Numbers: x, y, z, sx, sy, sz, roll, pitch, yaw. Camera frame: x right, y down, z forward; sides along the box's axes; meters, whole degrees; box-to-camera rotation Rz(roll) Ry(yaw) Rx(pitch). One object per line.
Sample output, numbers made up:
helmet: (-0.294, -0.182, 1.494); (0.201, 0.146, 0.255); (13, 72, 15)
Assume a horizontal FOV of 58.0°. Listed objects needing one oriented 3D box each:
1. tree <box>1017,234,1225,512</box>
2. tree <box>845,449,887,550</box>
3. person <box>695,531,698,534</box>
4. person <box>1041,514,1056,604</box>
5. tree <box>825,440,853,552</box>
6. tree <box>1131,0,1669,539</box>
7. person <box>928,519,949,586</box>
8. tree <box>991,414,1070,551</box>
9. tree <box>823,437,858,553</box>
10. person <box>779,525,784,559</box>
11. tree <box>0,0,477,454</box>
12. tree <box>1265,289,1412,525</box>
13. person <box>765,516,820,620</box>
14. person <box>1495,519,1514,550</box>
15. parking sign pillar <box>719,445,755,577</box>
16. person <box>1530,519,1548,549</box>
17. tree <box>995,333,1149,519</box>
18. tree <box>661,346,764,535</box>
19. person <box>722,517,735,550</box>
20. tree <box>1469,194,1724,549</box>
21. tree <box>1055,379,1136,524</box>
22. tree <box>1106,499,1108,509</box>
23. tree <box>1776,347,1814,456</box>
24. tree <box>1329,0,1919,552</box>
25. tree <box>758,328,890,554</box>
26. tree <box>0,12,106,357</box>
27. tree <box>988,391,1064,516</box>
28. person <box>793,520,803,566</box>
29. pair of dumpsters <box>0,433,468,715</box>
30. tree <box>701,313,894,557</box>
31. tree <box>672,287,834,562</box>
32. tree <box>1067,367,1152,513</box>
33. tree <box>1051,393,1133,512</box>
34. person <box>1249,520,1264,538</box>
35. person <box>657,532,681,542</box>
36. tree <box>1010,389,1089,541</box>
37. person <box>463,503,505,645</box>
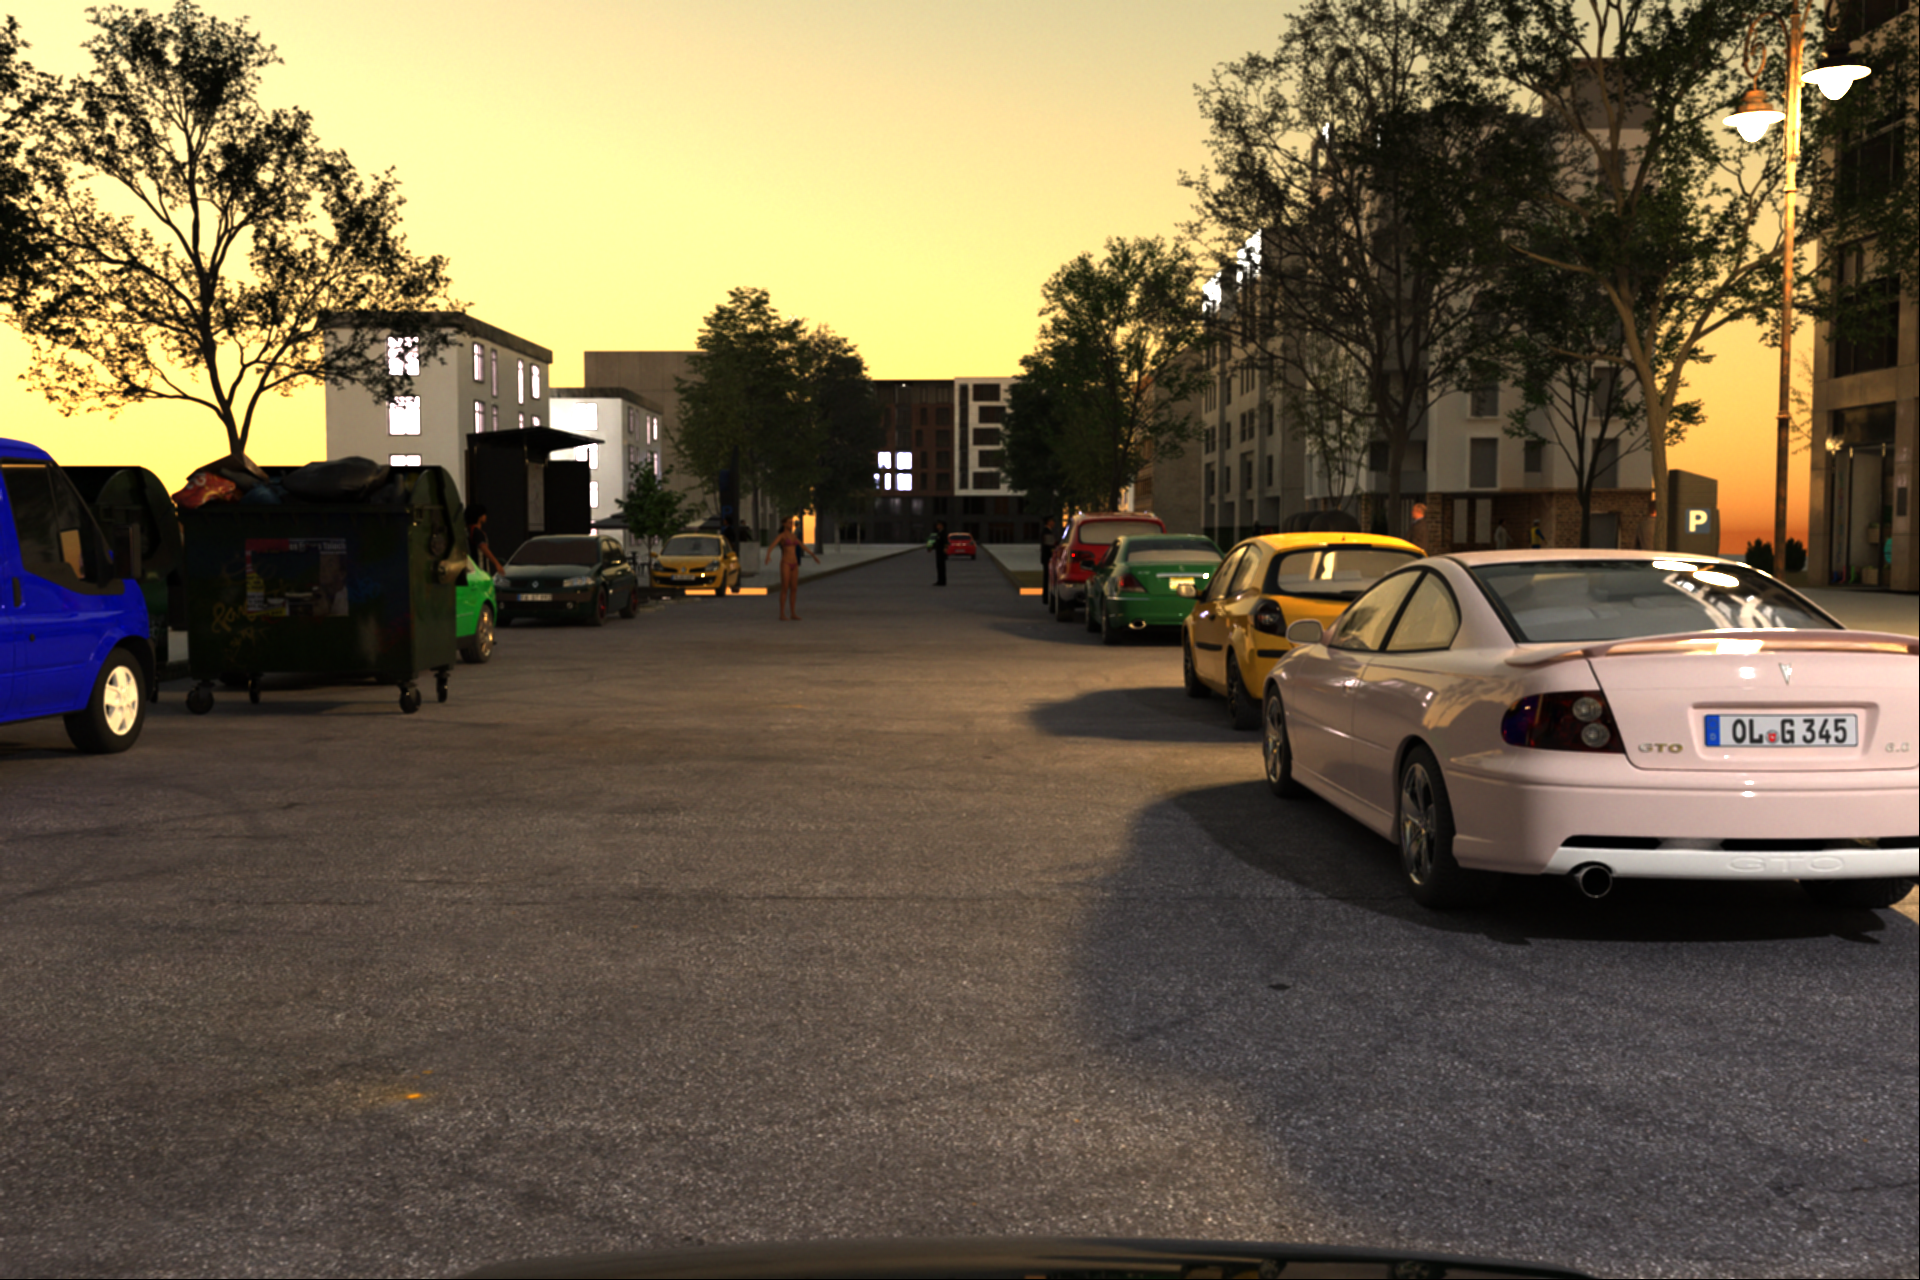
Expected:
tree: (5.465, -8.225, 60.231); (9.928, 11.665, 9.643); (0, 3, 0)
tree: (-8.623, -11.786, 143.070); (4.360, 8.622, 3.978); (0, 3, 0)
person: (-12.152, -4.309, 79.721); (0.991, 1.433, 0.599); (0, 4, 5)
person: (1.837, -1.651, 35.389); (0.705, 1.837, 1.347); (0, 4, -3)
tree: (-9.231, -10.756, 126.215); (4.737, 8.622, 4.395); (0, 3, 0)
tree: (9.053, -7.670, 35.776); (12.009, 13.543, 11.850); (0, 3, 0)
person: (-0.555, -2.431, 48.132); (0.705, 1.837, 1.347); (-1, 4, -20)
tree: (6.325, -12.421, 128.847); (9.928, 11.665, 9.643); (0, 3, 0)
tree: (-8.224, -10.336, 119.362); (4.360, 8.622, 3.978); (0, 3, 0)
person: (-5.658, -3.060, 56.254); (0.704, 1.802, 1.346); (1, 4, 10)
tree: (-12.288, -5.815, 29.488); (7.601, 10.594, 8.767); (3, 5, 43)
tree: (10.649, -6.017, 48.739); (4.360, 8.622, 3.978); (0, 3, 0)
person: (-2.801, -1.198, 28.848); (0.721, 1.733, 1.217); (3, 5, 41)
person: (19.149, -3.360, 61.118); (0.705, 1.806, 1.347); (3, 5, 43)
parking sign pillar: (-6.868, -3.866, 51.674); (1.447, 3.967, 1.447); (0, 4, -1)
person: (21.474, -3.576, 64.439); (0.705, 1.833, 1.349); (0, 4, -7)
tree: (6.801, -12.138, 105.103); (9.857, 13.997, 8.962); (0, 3, 0)
tree: (-9.570, -7.206, 68.177); (4.737, 8.622, 4.395); (0, 3, 0)
person: (-6.292, -2.426, 46.387); (0.721, 1.740, 1.216); (1, 4, 15)
tree: (19.174, -7.774, 52.858); (9.928, 11.665, 9.643); (0, 3, 0)
tree: (6.304, -8.102, 82.835); (4.737, 8.622, 4.395); (0, 3, 0)
tree: (21.366, -17.188, 231.385); (4.360, 8.622, 3.978); (0, 3, 0)
tree: (28.833, -6.414, 55.238); (4.360, 8.622, 3.978); (0, 3, 0)
tree: (9.036, -5.355, 21.962); (8.767, 10.594, 7.601); (1, 4, 10)
tree: (-8.961, -12.389, 109.207); (9.857, 13.997, 8.962); (0, 3, 0)
tree: (-12.477, -5.076, 17.413); (7.601, 10.594, 8.767); (0, 3, 0)
tree: (7.127, -14.080, 140.571); (12.009, 13.543, 11.850); (0, 3, 0)
person: (-6.540, -3.877, 69.246); (0.705, 1.847, 1.347); (1, 4, 19)
pair of dumpsters: (-6.421, -0.564, 14.175); (4.436, 2.255, 1.574); (0, 4, 1)
tree: (-8.756, -11.329, 95.600); (12.009, 13.543, 11.850); (0, 3, 0)
tree: (-9.903, -9.918, 80.283); (7.486, 12.596, 7.792); (0, 3, 0)
tree: (6.495, -7.751, 77.098); (4.737, 8.622, 4.395); (0, 3, 0)
tree: (6.553, -8.439, 88.339); (4.737, 8.622, 4.395); (0, 3, 0)
person: (12.435, -4.092, 72.686); (0.705, 1.856, 1.354); (3, 5, 42)
person: (-12.690, -4.287, 76.218); (1.348, 1.813, 0.705); (-2, 4, -35)
tree: (6.958, -11.786, 118.457); (9.928, 11.665, 9.643); (0, 3, 0)
person: (-6.195, -0.840, 22.337); (0.704, 1.843, 1.345); (-2, 4, -34)
